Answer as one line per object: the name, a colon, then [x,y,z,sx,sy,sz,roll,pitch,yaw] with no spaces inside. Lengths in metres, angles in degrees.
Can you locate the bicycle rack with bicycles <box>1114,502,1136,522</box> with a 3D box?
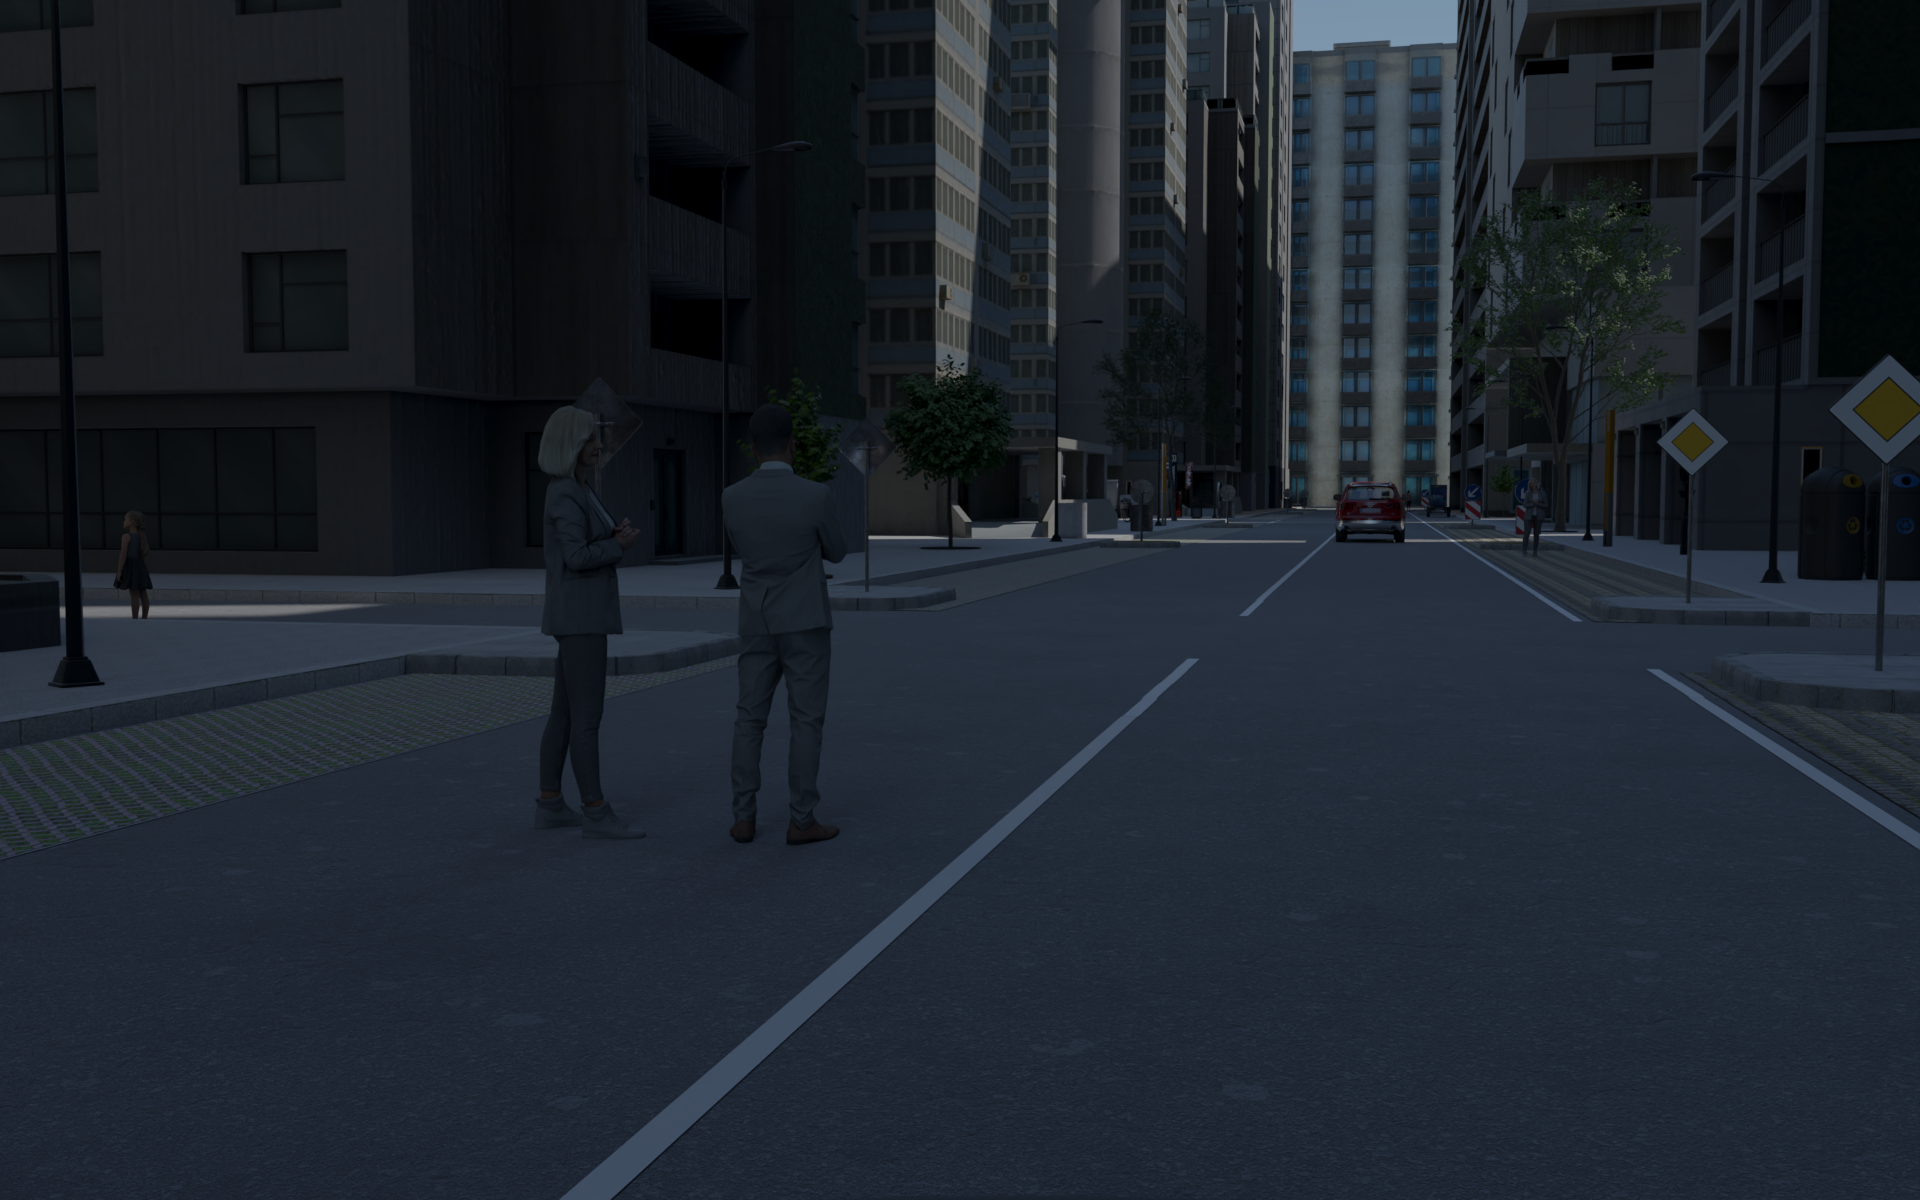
bicycle rack with bicycles: [7.123,-4.014,79.014,2.925,0.926,2.852,-3,4,-36]

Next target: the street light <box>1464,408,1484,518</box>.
street light: [27.732,-7.362,92.903,1.470,5.913,1.316,1,4,14]

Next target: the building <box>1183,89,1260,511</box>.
building: [14.420,-21.787,127.915,14.160,30.474,14.107,1,4,14]

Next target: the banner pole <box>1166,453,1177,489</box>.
banner pole: [11.112,-6.226,91.812,0.863,3.779,0.401,1,4,16]

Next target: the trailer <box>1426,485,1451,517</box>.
trailer: [29.863,-6.180,108.088,1.471,1.999,3.904,1,4,15]

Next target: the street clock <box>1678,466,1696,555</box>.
street clock: [15.308,-1.953,36.495,0.358,2.002,0.471,1,4,12]

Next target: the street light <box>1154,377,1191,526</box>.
street light: [8.452,-5.892,68.871,1.470,5.913,1.316,1,4,14]

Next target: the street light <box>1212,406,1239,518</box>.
street light: [14.017,-7.275,91.487,1.470,5.913,1.316,1,4,14]

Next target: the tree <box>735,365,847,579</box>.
tree: [-2.571,-1.932,26.184,1.663,3.219,1.824,0,3,0]

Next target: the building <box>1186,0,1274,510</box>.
building: [17.847,-27.990,141.235,14.154,41.232,14.086,1,4,14]

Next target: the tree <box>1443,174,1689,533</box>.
tree: [20.094,-8.074,57.768,9.928,11.665,9.643,0,3,0]

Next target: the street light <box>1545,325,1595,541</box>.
street light: [16.761,-4.593,47.632,1.470,5.913,1.316,1,4,14]

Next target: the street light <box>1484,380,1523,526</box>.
street light: [22.212,-5.978,70.276,1.470,5.913,1.316,1,4,14]

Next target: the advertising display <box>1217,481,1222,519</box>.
advertising display: [13.293,-5.108,88.729,0.123,1.923,0.974,0,4,2]

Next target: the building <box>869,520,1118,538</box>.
building: [-11.424,-22.532,60.274,32.217,40.220,23.993,1,4,14]

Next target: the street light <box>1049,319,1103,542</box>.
street light: [3.110,-4.505,46.201,1.470,5.913,1.316,1,4,14]

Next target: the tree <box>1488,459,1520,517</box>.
tree: [29.967,-6.165,95.405,1.663,3.219,1.824,0,3,0]

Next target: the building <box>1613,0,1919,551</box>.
building: [27.755,-36.759,39.265,20.563,71.187,20.611,1,4,14]

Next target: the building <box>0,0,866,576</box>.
building: [-10.507,-15.955,32.571,14.160,30.474,14.107,1,4,14]

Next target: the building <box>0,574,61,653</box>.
building: [-21.296,-28.459,7.304,28.212,58.520,21.231,1,4,14]

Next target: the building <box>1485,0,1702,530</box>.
building: [36.800,-29.510,71.734,28.713,52.752,27.495,1,4,14]

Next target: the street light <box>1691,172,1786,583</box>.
street light: [11.230,-3.209,25.008,1.470,5.913,1.316,1,4,14]

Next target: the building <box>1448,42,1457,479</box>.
building: [54.113,-30.270,149.540,22.147,44.769,28.867,1,4,14]

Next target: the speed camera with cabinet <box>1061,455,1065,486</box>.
speed camera with cabinet: [5.837,-5.697,87.489,2.038,3.252,0.660,1,4,18]

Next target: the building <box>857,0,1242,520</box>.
building: [1.501,-25.645,111.175,32.217,40.220,23.993,1,4,14]

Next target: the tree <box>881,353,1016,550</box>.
tree: [-0.221,-3.477,40.564,4.285,4.588,4.351,0,3,0]

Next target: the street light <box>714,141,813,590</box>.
street light: [-2.617,-3.092,23.101,1.470,5.913,1.316,1,4,14]

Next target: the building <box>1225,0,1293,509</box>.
building: [19.964,-44.201,160.943,20.611,71.187,20.563,1,4,14]

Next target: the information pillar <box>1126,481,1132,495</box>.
information pillar: [9.516,-5.693,97.570,0.304,2.012,0.304,0,4,4]

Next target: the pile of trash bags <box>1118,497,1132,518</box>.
pile of trash bags: [8.300,-5.131,93.645,1.912,1.369,3.447,1,4,22]

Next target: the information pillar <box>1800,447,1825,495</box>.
information pillar: [13.325,-1.384,27.118,0.304,2.012,0.304,2,4,31]

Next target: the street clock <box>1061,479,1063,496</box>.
street clock: [4.646,-4.695,81.331,0.358,2.002,0.471,2,4,24]

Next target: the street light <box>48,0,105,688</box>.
street light: [-5.405,-2.371,11.309,1.470,5.913,1.316,1,4,14]

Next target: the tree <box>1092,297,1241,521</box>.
tree: [9.891,-9.048,82.349,7.601,10.594,8.767,1,4,19]

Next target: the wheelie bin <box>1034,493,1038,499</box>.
wheelie bin: [3.725,-4.149,75.749,0.980,1.594,0.693,0,4,5]
